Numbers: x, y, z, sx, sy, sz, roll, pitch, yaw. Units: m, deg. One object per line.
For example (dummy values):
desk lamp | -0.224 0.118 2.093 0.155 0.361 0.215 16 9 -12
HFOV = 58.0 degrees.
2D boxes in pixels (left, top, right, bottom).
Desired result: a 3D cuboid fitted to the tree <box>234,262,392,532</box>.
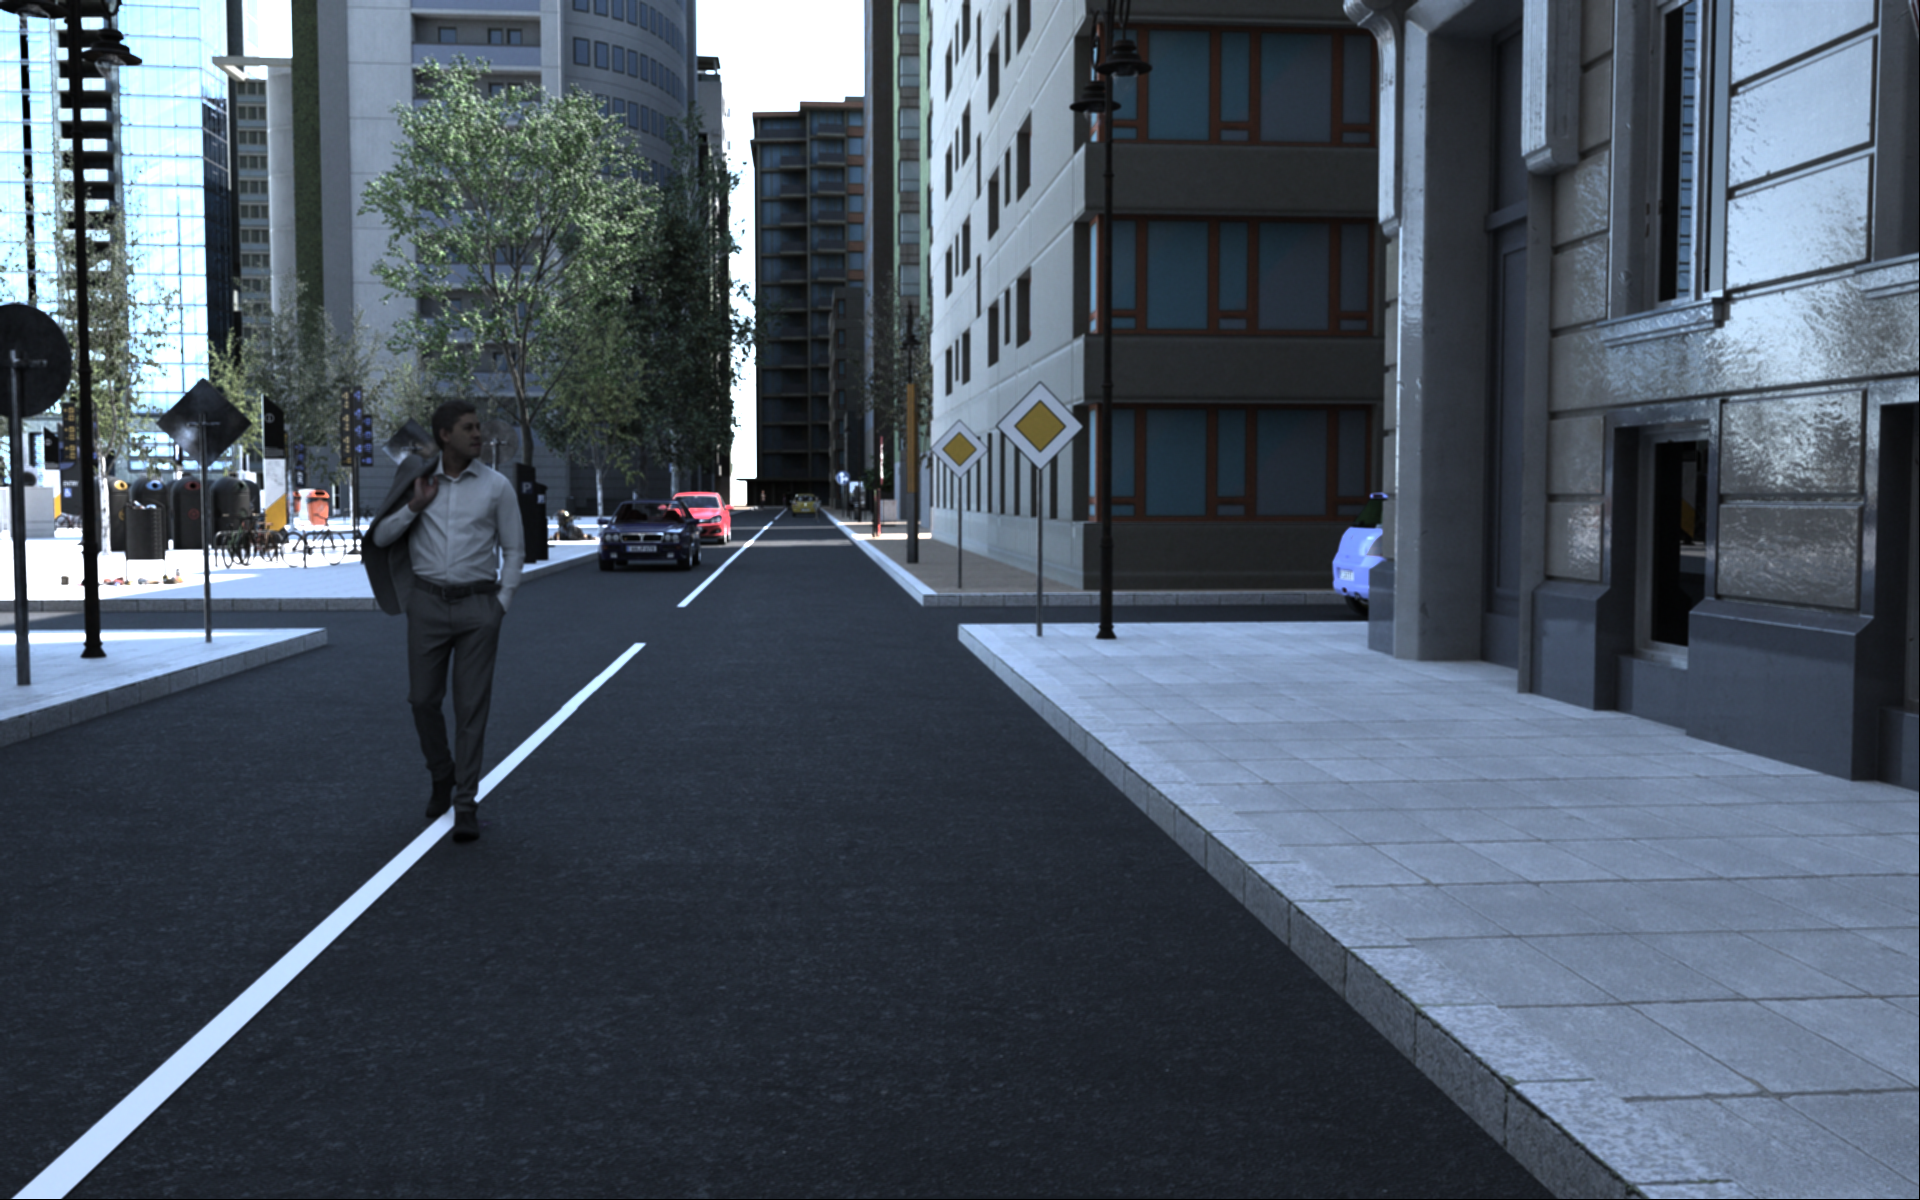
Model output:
tree | -21.319 -6.425 55.408 4.360 8.622 3.978 0 3 0

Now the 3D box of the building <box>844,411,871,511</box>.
building | 2.851 -49.843 127.610 22.319 86.520 31.000 0 4 -5

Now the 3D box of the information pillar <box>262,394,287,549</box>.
information pillar | -16.116 -3.017 40.678 0.504 3.616 0.183 -3 4 -36

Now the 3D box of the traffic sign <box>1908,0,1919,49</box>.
traffic sign | 1.957 -0.175 2.975 0.768 2.556 0.104 0 4 0

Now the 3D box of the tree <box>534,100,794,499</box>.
tree | -14.610 -14.059 85.756 12.611 20.169 13.585 0 3 0

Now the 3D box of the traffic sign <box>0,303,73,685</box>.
traffic sign | -6.300 -0.702 11.576 0.768 2.556 0.104 0 4 4

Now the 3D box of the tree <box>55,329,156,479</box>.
tree | -38.760 -7.814 78.125 4.737 8.622 4.395 0 3 0

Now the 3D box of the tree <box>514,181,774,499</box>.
tree | -11.676 -8.970 63.660 9.611 12.733 9.660 0 3 0

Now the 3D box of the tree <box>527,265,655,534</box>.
tree | -11.433 -6.369 54.495 4.737 8.622 4.395 0 3 0

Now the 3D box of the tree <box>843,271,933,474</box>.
tree | -1.668 -6.498 56.601 4.360 8.622 3.978 0 3 0

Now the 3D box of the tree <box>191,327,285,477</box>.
tree | -32.443 -7.782 77.590 4.737 8.622 4.395 0 3 0

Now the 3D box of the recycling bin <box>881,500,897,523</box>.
recycling bin | -3.291 -4.029 78.420 0.722 1.027 0.722 -1 4 -17

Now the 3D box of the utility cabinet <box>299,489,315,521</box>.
utility cabinet | -31.060 -4.506 82.352 0.318 1.500 1.173 -3 5 -44

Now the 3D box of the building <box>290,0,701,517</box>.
building | -28.017 -34.714 109.577 21.231 58.520 28.212 0 4 -5

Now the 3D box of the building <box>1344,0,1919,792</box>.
building | 10.452 -13.362 4.376 13.634 28.700 20.117 0 4 -5

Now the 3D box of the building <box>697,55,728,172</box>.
building | -28.968 -29.381 163.975 14.086 41.232 14.154 0 4 -5

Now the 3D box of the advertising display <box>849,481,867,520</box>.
advertising display | -5.020 -4.881 85.024 0.974 1.923 0.123 2 4 29

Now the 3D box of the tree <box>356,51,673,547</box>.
tree | -10.572 -7.093 41.733 9.928 11.665 9.643 0 3 0

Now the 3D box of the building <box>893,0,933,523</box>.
building | 3.404 -24.964 91.754 14.154 41.232 14.086 0 4 -5

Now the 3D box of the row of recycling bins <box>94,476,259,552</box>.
row of recycling bins | -18.156 -1.997 39.761 3.534 1.692 1.069 -3 5 -44

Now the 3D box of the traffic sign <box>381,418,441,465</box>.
traffic sign | -7.225 -1.177 22.883 0.795 2.450 0.064 0 4 -5

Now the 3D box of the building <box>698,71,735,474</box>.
building | -40.343 -34.972 191.408 30.456 49.044 23.786 0 4 -5

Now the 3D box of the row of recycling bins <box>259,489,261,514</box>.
row of recycling bins | -21.759 -2.580 49.304 3.534 1.692 1.069 -1 4 -12

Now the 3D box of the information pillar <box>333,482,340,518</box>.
information pillar | -33.899 -5.484 94.158 0.304 2.012 0.304 -3 4 -36

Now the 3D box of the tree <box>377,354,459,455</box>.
tree | -28.537 -8.649 91.775 4.737 8.622 4.395 0 3 0

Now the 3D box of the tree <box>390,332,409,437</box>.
tree | -23.562 -7.083 66.177 4.360 8.622 3.978 0 3 0

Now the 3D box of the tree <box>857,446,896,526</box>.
tree | -3.042 -4.573 69.364 1.663 3.219 1.824 0 3 0

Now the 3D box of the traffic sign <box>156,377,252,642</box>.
traffic sign | -6.502 -0.690 14.931 0.795 2.450 0.064 0 4 -5

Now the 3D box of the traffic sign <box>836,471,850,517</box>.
traffic sign | -6.402 -5.794 94.833 0.768 2.556 0.104 0 4 -4

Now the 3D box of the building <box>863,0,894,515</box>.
building | 1.282 -27.869 105.774 14.600 45.320 14.200 0 4 -5

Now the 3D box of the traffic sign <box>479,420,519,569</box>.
traffic sign | -7.935 -1.805 29.625 0.768 2.556 0.104 0 4 -5

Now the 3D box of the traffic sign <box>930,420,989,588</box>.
traffic sign | -0.009 -1.216 23.516 0.795 2.450 0.064 0 4 -5

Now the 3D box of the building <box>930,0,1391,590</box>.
building | 14.785 -11.771 37.497 28.899 21.520 27.650 0 4 -5

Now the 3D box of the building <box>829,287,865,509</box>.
building | 1.978 -19.280 160.261 27.650 21.520 28.899 0 4 -5

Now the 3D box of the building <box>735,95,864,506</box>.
building | -10.327 -32.959 193.496 28.867 44.769 22.147 0 4 -5

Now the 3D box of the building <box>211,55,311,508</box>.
building | -48.667 -28.242 153.632 23.993 40.220 32.217 0 4 -5

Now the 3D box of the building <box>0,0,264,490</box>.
building | -76.521 -51.513 154.911 31.000 86.520 22.319 0 4 -5

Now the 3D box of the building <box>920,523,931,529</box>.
building | 5.266 -23.620 69.788 14.154 41.232 14.086 0 4 -5

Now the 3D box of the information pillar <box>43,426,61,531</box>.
information pillar | -31.247 -4.172 59.572 0.504 3.616 0.183 -3 4 -39

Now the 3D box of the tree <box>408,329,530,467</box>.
tree | -20.470 -7.489 72.801 4.360 8.622 3.978 0 3 0

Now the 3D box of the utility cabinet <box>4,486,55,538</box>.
utility cabinet | -26.786 -2.524 49.946 1.173 1.500 0.318 -2 4 -34

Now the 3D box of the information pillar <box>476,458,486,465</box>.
information pillar | -23.407 -5.711 84.732 0.504 3.616 0.183 0 4 -4

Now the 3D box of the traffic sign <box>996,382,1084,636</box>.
traffic sign | 0.714 -0.729 15.564 0.795 2.450 0.064 0 4 -5

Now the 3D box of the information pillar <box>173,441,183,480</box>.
information pillar | -29.575 -4.537 65.539 0.183 3.616 0.504 0 4 7

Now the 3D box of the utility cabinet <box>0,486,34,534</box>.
utility cabinet | -32.633 -3.110 59.531 1.173 1.500 0.318 -1 4 -12

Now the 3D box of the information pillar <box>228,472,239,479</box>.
information pillar | -24.707 -3.331 58.953 0.304 2.012 0.304 -1 4 -15

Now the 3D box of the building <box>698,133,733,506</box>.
building | -26.781 -22.969 147.239 14.160 30.474 14.107 0 4 -5

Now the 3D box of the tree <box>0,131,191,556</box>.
tree | -17.656 -5.201 35.398 4.360 8.622 3.978 0 3 0
